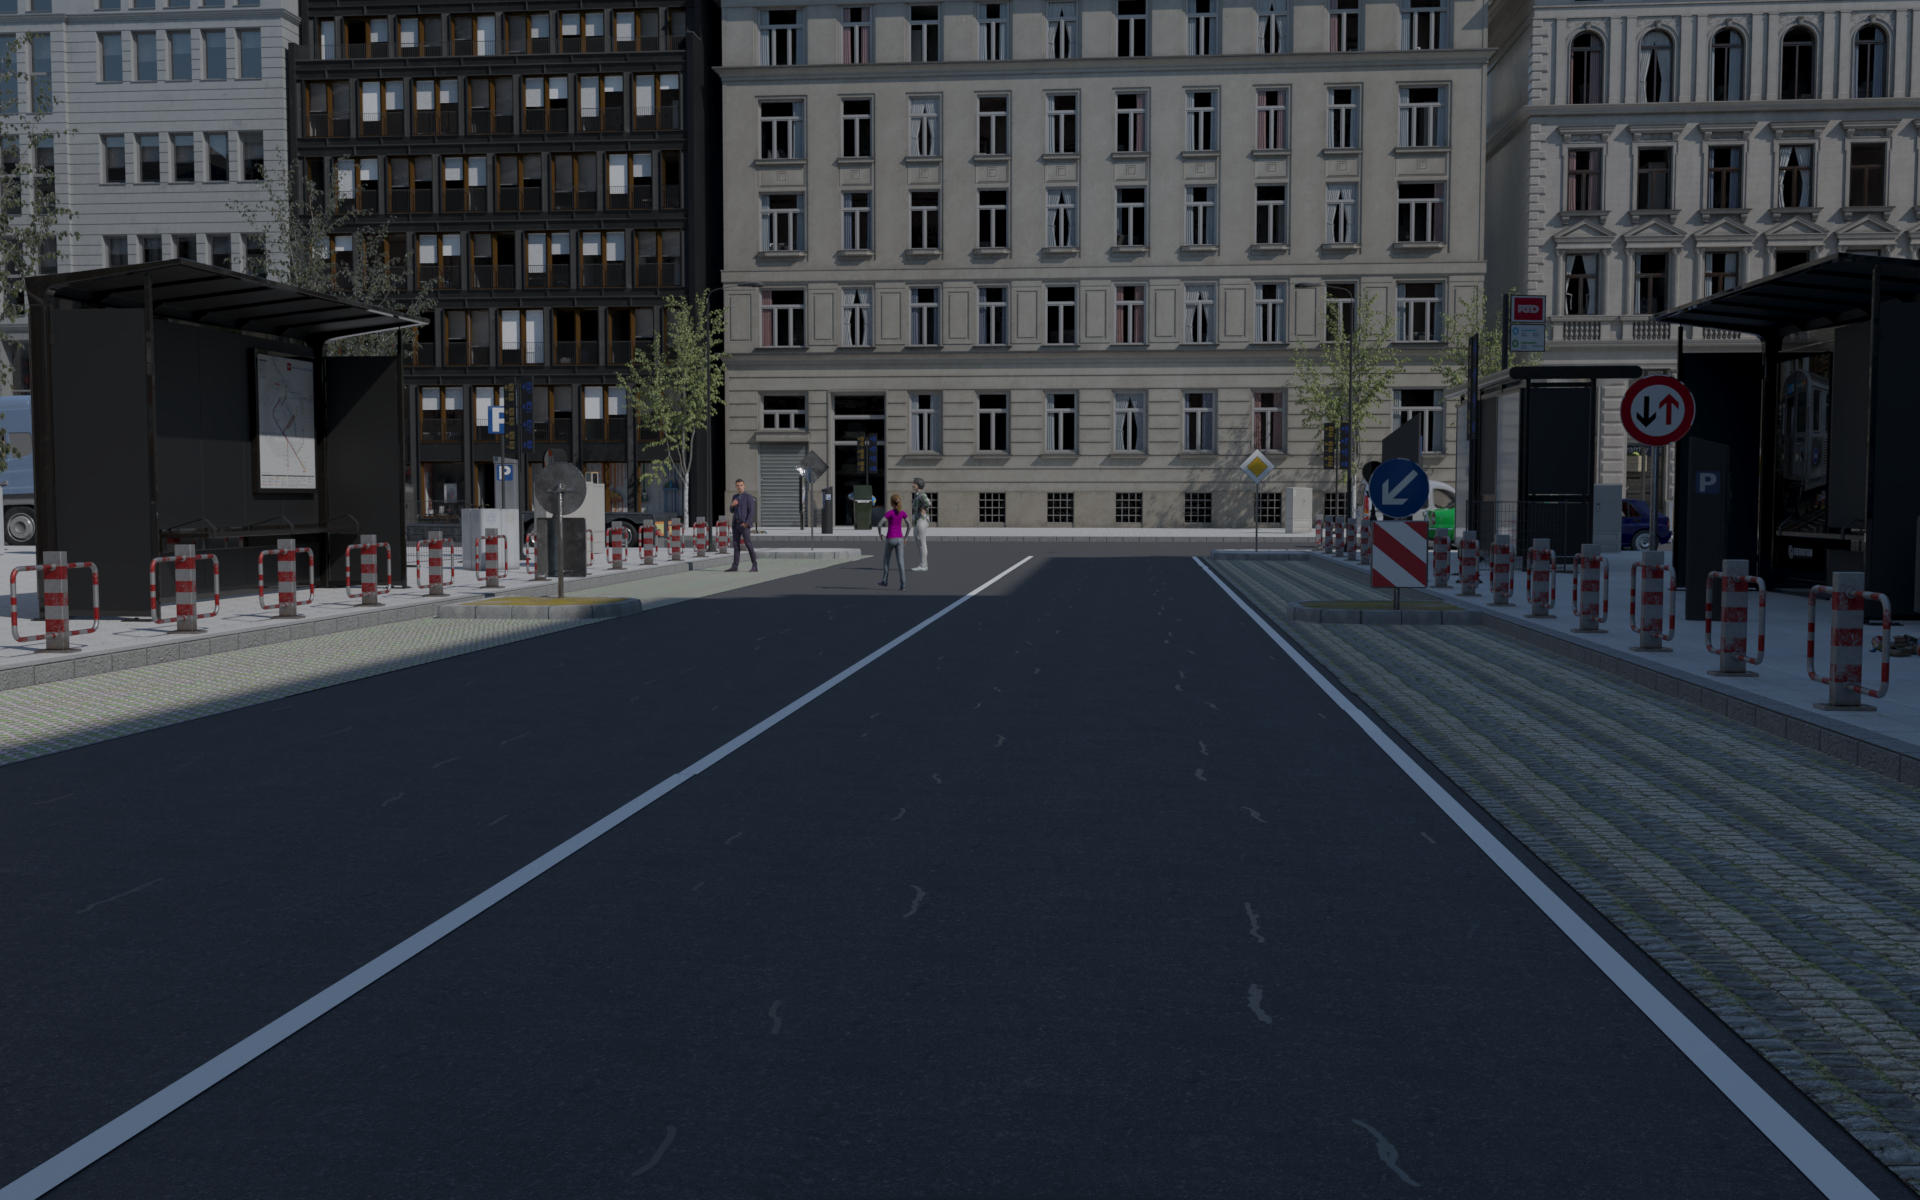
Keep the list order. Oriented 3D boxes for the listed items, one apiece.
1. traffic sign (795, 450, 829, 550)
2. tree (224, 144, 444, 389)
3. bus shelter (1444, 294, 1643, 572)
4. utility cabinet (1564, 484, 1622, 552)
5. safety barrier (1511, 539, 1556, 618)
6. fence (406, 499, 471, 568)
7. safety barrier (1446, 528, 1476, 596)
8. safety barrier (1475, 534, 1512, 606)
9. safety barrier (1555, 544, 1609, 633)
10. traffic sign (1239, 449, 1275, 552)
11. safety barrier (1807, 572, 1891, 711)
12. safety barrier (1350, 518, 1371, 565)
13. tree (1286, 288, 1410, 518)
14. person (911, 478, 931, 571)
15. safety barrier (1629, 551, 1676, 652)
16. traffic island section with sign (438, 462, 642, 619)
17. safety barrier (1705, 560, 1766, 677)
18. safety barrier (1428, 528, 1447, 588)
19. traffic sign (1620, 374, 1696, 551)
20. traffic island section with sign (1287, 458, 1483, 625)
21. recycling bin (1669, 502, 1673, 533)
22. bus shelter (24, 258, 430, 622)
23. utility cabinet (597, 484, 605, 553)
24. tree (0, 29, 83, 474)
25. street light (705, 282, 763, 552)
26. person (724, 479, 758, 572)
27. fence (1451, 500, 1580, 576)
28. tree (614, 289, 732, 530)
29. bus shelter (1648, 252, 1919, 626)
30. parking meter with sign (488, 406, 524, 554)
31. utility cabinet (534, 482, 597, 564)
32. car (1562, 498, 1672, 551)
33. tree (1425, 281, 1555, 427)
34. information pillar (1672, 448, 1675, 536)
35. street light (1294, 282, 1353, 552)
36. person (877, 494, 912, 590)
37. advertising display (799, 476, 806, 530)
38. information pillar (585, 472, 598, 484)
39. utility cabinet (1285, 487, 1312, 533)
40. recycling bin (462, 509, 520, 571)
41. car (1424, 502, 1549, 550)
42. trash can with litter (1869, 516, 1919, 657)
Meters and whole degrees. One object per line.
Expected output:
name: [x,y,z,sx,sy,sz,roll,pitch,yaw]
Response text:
traffic sign: [-3.363,-2.187,39.402,0.795,2.450,0.064,0,4,6]
tree: [-13.669,-5.323,37.390,4.360,8.622,3.978,0,3,0]
bus shelter: [10.479,-3.359,32.557,2.179,5.291,8.768,0,4,6]
utility cabinet: [13.781,-1.778,37.746,1.173,1.500,0.318,1,4,13]
safety barrier: [6.019,-0.225,17.946,0.300,0.817,1.120,0,4,6]
fence: [-9.418,-1.230,31.319,0.480,1.192,2.264,1,4,16]
safety barrier: [6.396,-0.458,21.761,0.300,0.817,1.120,0,4,6]
safety barrier: [6.209,-0.341,19.854,0.300,0.817,1.120,0,4,6]
safety barrier: [5.834,-0.108,16.038,0.300,0.817,1.120,0,4,6]
traffic sign: [6.582,-2.127,38.411,0.795,2.450,0.064,0,4,6]
safety barrier: [5.270,0.244,10.293,0.300,0.817,1.120,0,4,6]
safety barrier: [7.329,-1.042,31.308,0.300,0.817,1.120,0,4,6]
tree: [13.757,-6.788,61.340,4.737,8.622,4.395,0,3,0]
person: [-0.721,-1.412,32.311,0.376,1.734,0.841,0,4,1]
safety barrier: [5.646,0.009,14.131,0.300,0.817,1.120,0,4,6]
traffic island section with sign: [-4.894,-0.734,20.623,1.989,1.847,2.006,0,4,6]
safety barrier: [5.461,0.126,12.217,0.300,0.817,1.120,0,4,6]
safety barrier: [6.581,-0.575,23.669,0.300,0.817,1.120,0,4,6]
traffic sign: [7.429,-1.127,18.528,0.768,2.556,0.104,1,4,9]
traffic island section with sign: [4.794,-0.685,19.824,1.989,1.847,2.006,0,4,6]
recycling bin: [23.819,-2.721,57.042,0.722,1.027,0.722,3,4,39]
bus shelter: [-8.297,-1.784,20.448,1.731,3.624,6.357,0,4,6]
utility cabinet: [-7.934,-1.722,36.841,0.318,1.500,1.173,1,4,11]
tree: [-15.071,-4.617,25.849,4.360,8.622,3.978,0,3,0]
street light: [-4.992,-4.008,38.068,1.470,5.913,1.316,0,4,6]
person: [-3.997,-1.359,31.638,0.530,1.710,0.541,-3,5,-45]
fence: [8.878,-1.004,27.622,2.264,1.192,0.480,-2,4,-26]
tree: [-9.973,-6.833,62.080,4.737,8.622,4.395,0,3,0]
bus shelter: [9.666,-1.748,19.867,1.731,3.624,6.357,0,4,5]
parking meter with sign: [-9.164,-2.377,35.126,0.543,3.016,1.738,0,4,-8]
utility cabinet: [-7.048,-1.354,30.820,0.318,1.500,1.173,2,4,32]
car: [14.709,-1.746,41.119,3.894,1.354,1.945,0,4,7]
tree: [18.492,-6.753,60.775,4.737,8.622,4.395,0,3,0]
information pillar: [22.276,-3.807,53.605,0.504,3.616,0.183,-2,4,-29]
street light: [8.019,-4.006,38.034,1.470,5.913,1.316,0,4,6]
person: [-1.046,-0.864,25.865,0.726,1.435,0.776,-2,4,-29]
advertising display: [-5.632,-3.466,61.876,0.123,1.923,0.974,0,4,2]
information pillar: [-12.278,-3.260,57.797,0.304,2.012,0.304,2,4,34]
utility cabinet: [11.092,-2.934,56.654,0.318,1.500,1.173,3,5,42]
recycling bin: [-7.985,-1.034,29.462,0.722,1.027,0.722,-3,5,-44]
car: [13.902,-2.102,43.171,4.718,1.807,1.959,0,4,5]
trash can with litter: [8.072,-0.186,14.103,1.678,1.210,2.233,2,4,33]
